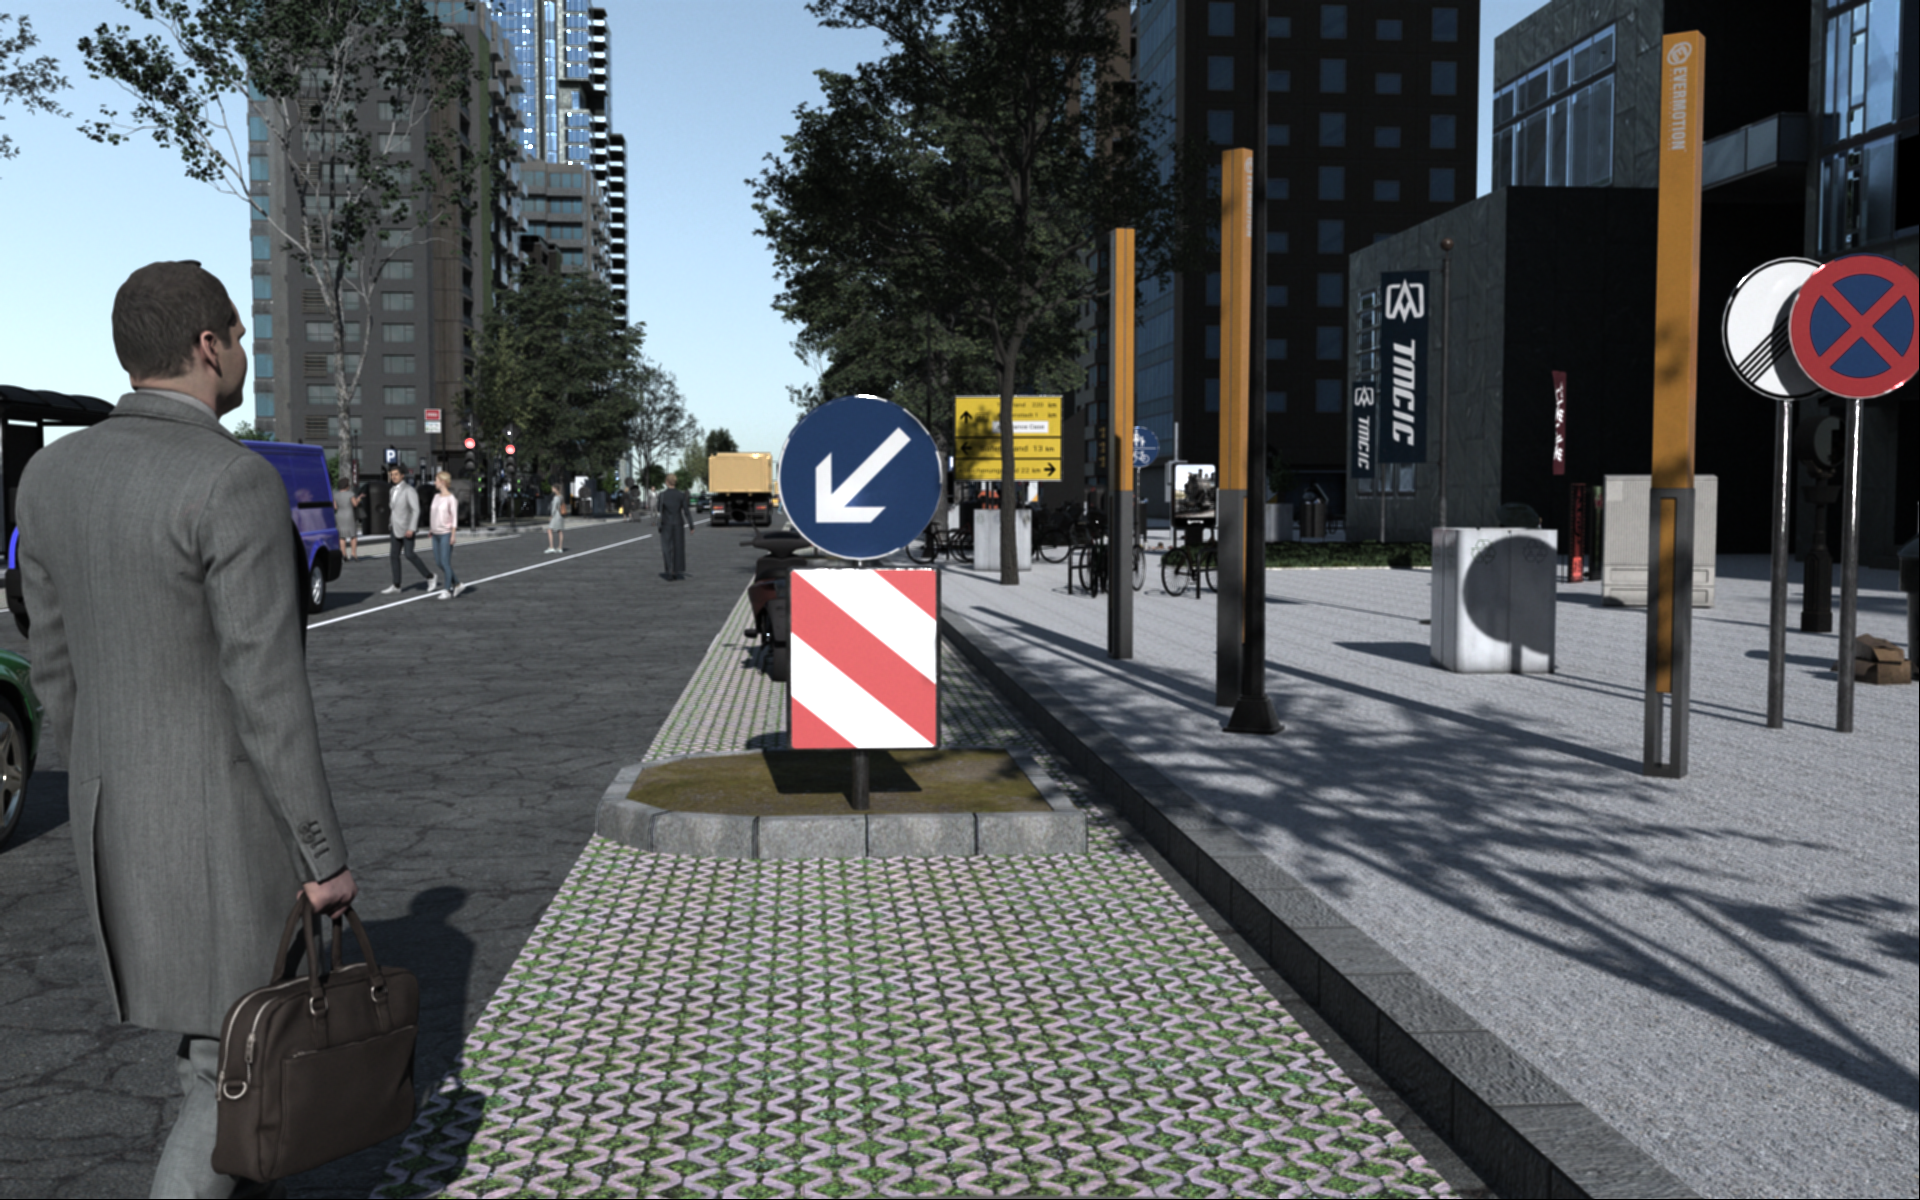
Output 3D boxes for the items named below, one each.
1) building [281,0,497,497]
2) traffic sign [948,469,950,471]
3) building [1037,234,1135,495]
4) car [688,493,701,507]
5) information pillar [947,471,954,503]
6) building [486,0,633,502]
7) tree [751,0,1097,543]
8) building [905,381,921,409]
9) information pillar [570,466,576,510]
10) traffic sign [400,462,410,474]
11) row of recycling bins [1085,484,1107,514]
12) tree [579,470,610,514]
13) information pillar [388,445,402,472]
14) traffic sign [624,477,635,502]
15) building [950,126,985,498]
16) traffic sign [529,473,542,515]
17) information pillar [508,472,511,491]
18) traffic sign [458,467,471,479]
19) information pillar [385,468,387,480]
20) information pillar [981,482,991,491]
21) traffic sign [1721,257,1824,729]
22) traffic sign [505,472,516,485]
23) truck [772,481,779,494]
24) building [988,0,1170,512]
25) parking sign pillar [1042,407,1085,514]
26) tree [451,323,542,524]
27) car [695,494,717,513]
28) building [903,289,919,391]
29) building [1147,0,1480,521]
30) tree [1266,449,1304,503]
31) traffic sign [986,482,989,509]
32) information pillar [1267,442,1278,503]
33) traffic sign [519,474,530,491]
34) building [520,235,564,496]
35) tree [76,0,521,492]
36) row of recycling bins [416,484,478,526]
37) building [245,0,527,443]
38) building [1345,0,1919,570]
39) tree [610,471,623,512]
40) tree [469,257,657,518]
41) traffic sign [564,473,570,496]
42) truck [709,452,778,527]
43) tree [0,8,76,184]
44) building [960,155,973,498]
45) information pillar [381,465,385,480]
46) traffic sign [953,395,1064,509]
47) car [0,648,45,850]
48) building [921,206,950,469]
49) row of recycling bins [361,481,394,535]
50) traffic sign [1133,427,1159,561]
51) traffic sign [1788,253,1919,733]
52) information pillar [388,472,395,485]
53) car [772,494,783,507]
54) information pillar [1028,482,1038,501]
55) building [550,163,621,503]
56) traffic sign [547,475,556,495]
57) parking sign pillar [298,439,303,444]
[{"bbox_3d":[-47.715,-28.282,146.002,14.154,41.232,14.086,0,4,-5],"label":"building"},{"bbox_3d":[-0.782,-5.002,81.888,0.768,2.556,0.104,0,4,-2],"label":"traffic sign"},{"bbox_3d":[21.458,-17.478,130.808,27.650,21.520,28.899,0,4,-5],"label":"building"},{"bbox_3d":[-26.419,-10.015,172.534,1.959,1.807,4.718,0,4,-5],"label":"car"},{"bbox_3d":[-0.377,-3.160,56.161,0.304,2.012,0.304,-2,4,-27],"label":"information pillar"},{"bbox_3d":[-64.127,-59.140,279.604,22.319,86.520,31.000,0,4,-5],"label":"building"},{"bbox_3d":[-0.593,-8.498,45.593,9.857,13.997,8.962,0,3,0],"label":"tree"},{"bbox_3d":[5.907,-26.312,275.248,27.650,21.520,28.899,0,4,-5],"label":"building"},{"bbox_3d":[-27.201,-7.975,121.743,0.183,3.616,0.504,1,4,19],"label":"information pillar"},{"bbox_3d":[-22.509,-4.284,70.047,0.884,2.594,0.081,0,4,0],"label":"traffic sign"},{"bbox_3d":[5.426,-3.906,70.970,1.069,1.692,3.534,-3,4,-37],"label":"row of recycling bins"},{"bbox_3d":[-24.176,-7.288,113.765,1.663,3.219,1.824,0,3,0],"label":"tree"},{"bbox_3d":[-26.545,-5.517,81.558,0.504,3.616,0.183,-1,4,-13],"label":"information pillar"},{"bbox_3d":[-24.447,-7.834,128.186,0.768,2.556,0.104,0,4,-2],"label":"traffic sign"},{"bbox_3d":[5.745,-31.502,198.655,14.154,41.232,14.086,0,4,-5],"label":"building"},{"bbox_3d":[-26.231,-6.539,107.023,0.768,2.556,0.104,0,4,3],"label":"traffic sign"},{"bbox_3d":[-29.190,-7.429,112.816,0.504,3.616,0.183,1,4,13],"label":"information pillar"},{"bbox_3d":[-22.722,-4.873,79.777,0.768,2.556,0.104,0,3,0],"label":"traffic sign"},{"bbox_3d":[-37.370,-7.502,114.016,0.504,3.616,0.183,-1,4,-14],"label":"information pillar"},{"bbox_3d":[1.068,-4.721,68.548,0.504,3.616,0.183,3,4,39],"label":"information pillar"},{"bbox_3d":[4.470,-0.570,9.422,0.768,2.556,0.104,0,4,-4],"label":"traffic sign"},{"bbox_3d":[-21.906,-5.115,84.814,0.795,2.450,0.064,0,4,2],"label":"traffic sign"},{"bbox_3d":[-26.780,-16.254,261.669,3.469,3.379,9.791,0,4,-7],"label":"truck"},{"bbox_3d":[9.830,-30.914,155.559,14.600,45.320,14.200,0,4,-5],"label":"building"},{"bbox_3d":[3.227,-4.010,54.037,1.447,3.967,1.447,0,4,0],"label":"parking sign pillar"},{"bbox_3d":[-20.171,-7.612,74.813,4.737,8.622,4.395,0,3,0],"label":"tree"},{"bbox_3d":[-18.977,-7.405,130.853,2.009,1.686,4.222,0,4,-5],"label":"car"},{"bbox_3d":[-2.864,-37.419,295.399,14.154,41.232,14.086,0,4,-5],"label":"building"},{"bbox_3d":[16.959,-26.808,88.415,14.200,45.320,14.600,0,4,-5],"label":"building"},{"bbox_3d":[13.724,-4.886,74.487,1.663,3.219,1.824,0,3,0],"label":"tree"},{"bbox_3d":[0.603,-2.322,38.075,0.768,2.556,0.104,0,4,2],"label":"traffic sign"},{"bbox_3d":[14.025,-5.295,77.920,0.504,3.616,0.183,1,4,9],"label":"information pillar"},{"bbox_3d":[-27.961,-6.801,111.307,0.768,2.556,0.104,0,4,3],"label":"traffic sign"},{"bbox_3d":[-51.851,-25.655,191.152,14.160,30.474,14.107,0,4,-5],"label":"building"},{"bbox_3d":[-18.691,-11.809,48.958,12.611,20.169,13.585,0,3,0],"label":"tree"},{"bbox_3d":[-20.897,-3.874,70.456,1.069,1.692,3.534,1,4,18],"label":"row of recycling bins"},{"bbox_3d":[-54.298,-33.510,167.493,23.786,49.044,30.456,0,4,-5],"label":"building"},{"bbox_3d":[22.963,-43.870,29.954,22.319,86.520,31.000,0,4,-5],"label":"building"},{"bbox_3d":[-24.579,-7.806,122.230,1.663,3.219,1.824,0,3,0],"label":"tree"},{"bbox_3d":[-21.758,-11.486,94.443,9.857,13.997,8.962,0,3,0],"label":"tree"},{"bbox_3d":[-24.118,-6.447,105.518,0.768,2.556,0.104,0,4,3],"label":"traffic sign"},{"bbox_3d":[-9.894,-5.080,78.981,3.469,3.379,9.791,0,4,-5],"label":"truck"},{"bbox_3d":[-16.066,-6.697,19.869,12.009,13.543,11.850,0,3,0],"label":"tree"},{"bbox_3d":[7.539,-32.654,184.002,14.600,45.320,14.200,0,4,-5],"label":"building"},{"bbox_3d":[-45.650,-8.929,137.342,0.183,3.616,0.504,3,5,42],"label":"information pillar"},{"bbox_3d":[0.990,-2.552,35.605,2.265,3.308,0.079,0,4,4],"label":"traffic sign"},{"bbox_3d":[-4.550,0.211,5.339,1.959,1.807,4.718,0,4,-5],"label":"car"},{"bbox_3d":[1.721,-36.758,251.108,14.600,45.320,14.200,0,4,-5],"label":"building"},{"bbox_3d":[-18.656,-2.973,55.727,1.069,1.692,3.534,-1,4,-15],"label":"row of recycling bins"},{"bbox_3d":[3.393,-2.010,32.967,0.768,2.556,0.104,0,4,-2],"label":"traffic sign"},{"bbox_3d":[4.771,-0.560,9.264,0.768,2.556,0.104,0,4,1],"label":"traffic sign"},{"bbox_3d":[-18.995,-3.279,58.106,0.304,2.012,0.304,-1,4,-18],"label":"information pillar"},{"bbox_3d":[-18.243,-9.927,172.525,2.015,1.641,3.980,0,4,-5],"label":"car"},{"bbox_3d":[2.809,-4.636,67.149,0.504,3.616,0.183,-3,5,-41],"label":"information pillar"},{"bbox_3d":[-62.211,-38.564,250.125,23.786,49.044,30.456,0,4,-5],"label":"building"},{"bbox_3d":[-26.603,-6.922,113.273,0.768,2.556,0.104,0,4,5],"label":"traffic sign"},{"bbox_3d":[-32.178,-5.918,85.238,1.447,3.967,1.447,-1,4,-10],"label":"parking sign pillar"}]
